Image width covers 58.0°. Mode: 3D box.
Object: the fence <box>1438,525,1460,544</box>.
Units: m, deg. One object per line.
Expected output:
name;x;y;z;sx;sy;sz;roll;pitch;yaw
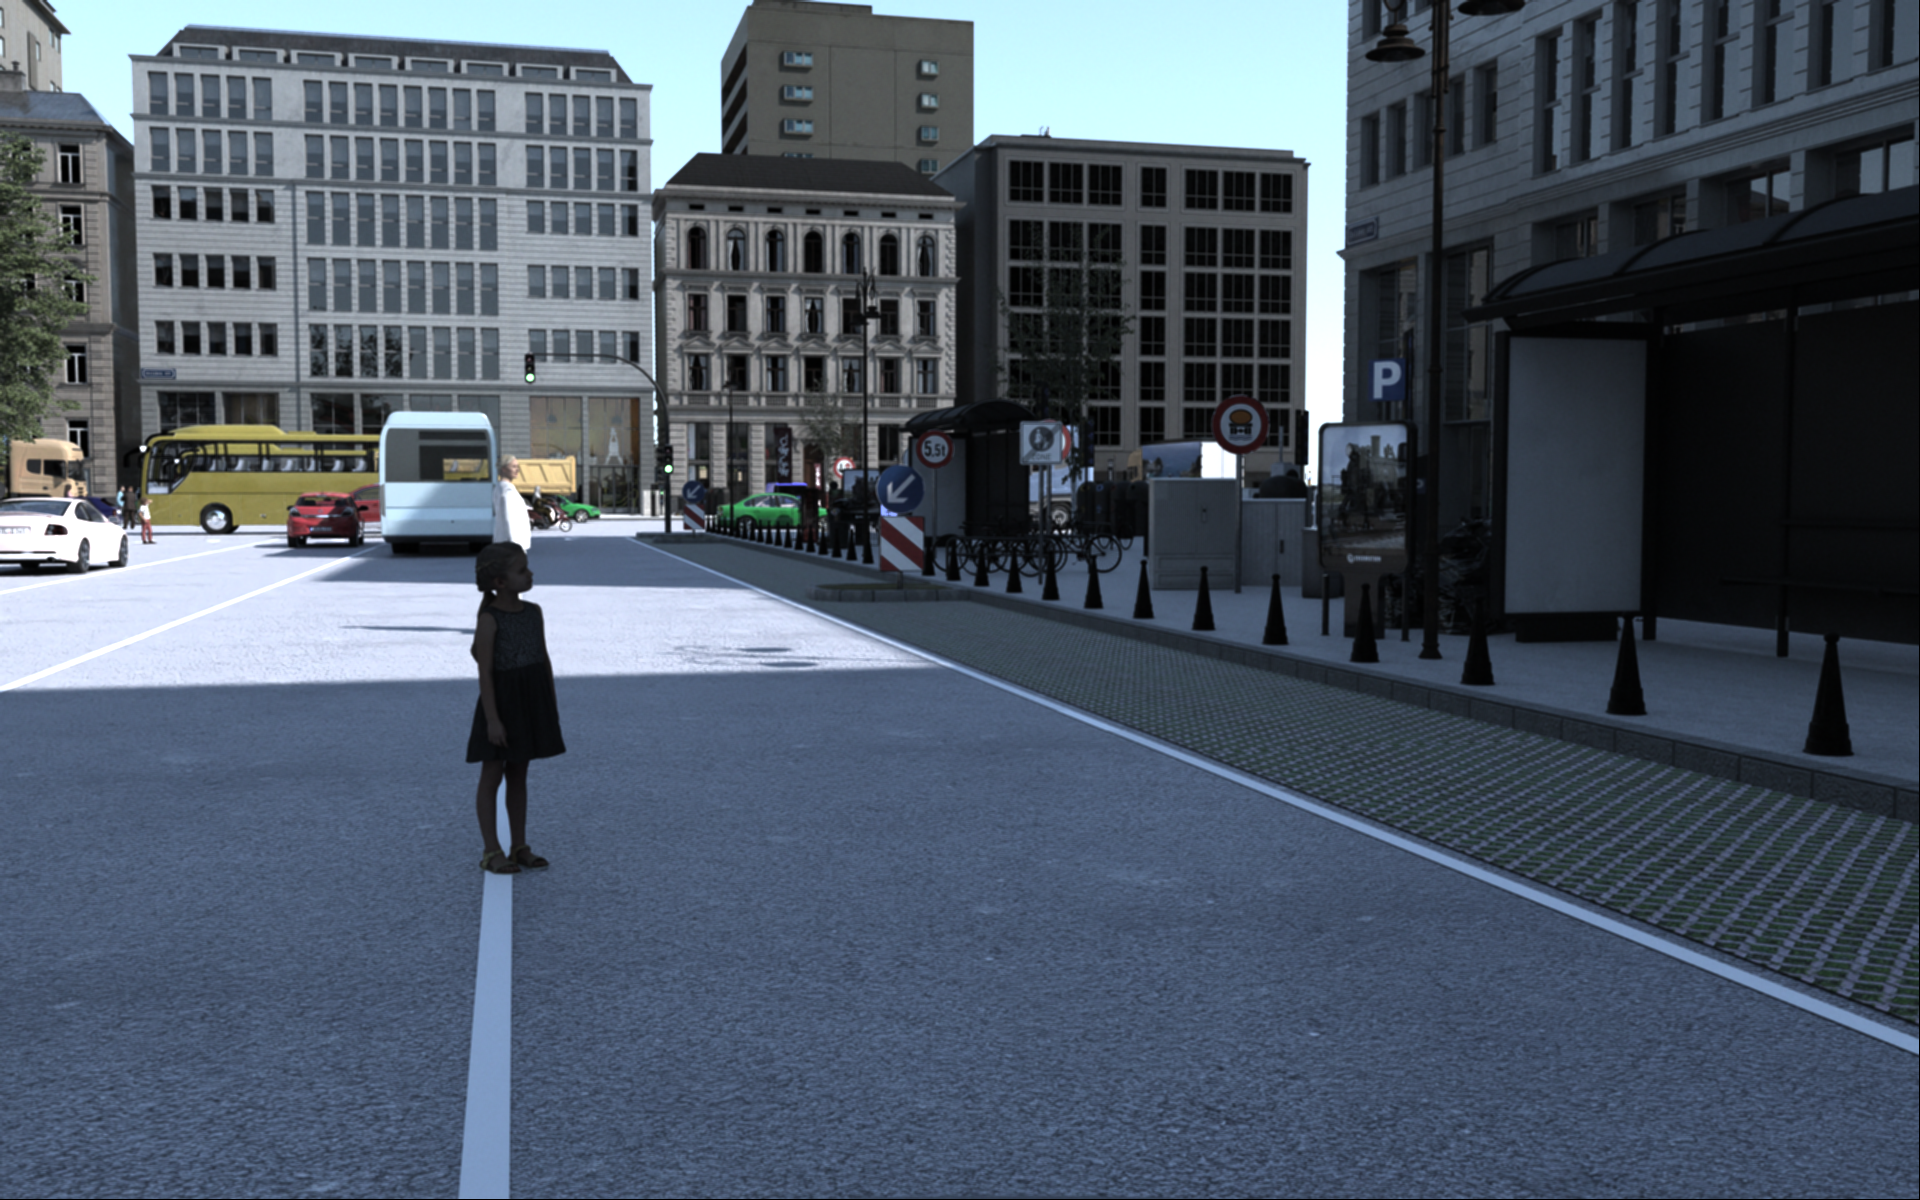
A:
fence;9.943;-1.058;32.670;2.069;0.683;0.278;2;4;25

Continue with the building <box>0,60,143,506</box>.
building;-62.395;-18.684;102.744;25.104;27.353;12.463;-1;4;-14

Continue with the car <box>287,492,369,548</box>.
car;-17.524;-2.379;47.932;2.155;1.783;4.494;-1;4;-16

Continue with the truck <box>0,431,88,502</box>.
truck;-43.650;-5.292;75.431;11.283;4.237;2.839;-1;4;-13

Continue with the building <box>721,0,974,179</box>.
building;-11.333;-33.365;169.225;21.300;48.544;21.600;-1;4;-14

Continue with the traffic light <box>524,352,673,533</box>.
traffic light;-11.644;-4.989;56.246;4.771;5.953;1.251;-1;4;-14

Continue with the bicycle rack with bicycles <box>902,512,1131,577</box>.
bicycle rack with bicycles;0.851;-0.874;27.677;2.925;0.926;2.852;2;4;23

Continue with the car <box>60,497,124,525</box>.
car;-33.096;-3.141;63.933;3.894;1.354;1.945;-1;4;-16

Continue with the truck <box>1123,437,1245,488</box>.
truck;11.459;-6.220;90.605;2.839;4.237;11.283;-1;4;-15

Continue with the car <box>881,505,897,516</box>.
car;-3.590;-4.275;79.489;3.694;1.707;1.945;-1;4;-13

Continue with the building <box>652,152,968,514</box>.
building;-10.498;-17.502;115.032;19.941;23.489;11.050;-1;4;-14

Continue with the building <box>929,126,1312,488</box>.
building;11.120;-20.102;122.178;24.014;27.812;14.314;-1;4;-14

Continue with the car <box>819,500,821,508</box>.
car;-9.213;-4.441;84.977;4.827;1.381;2.083;-1;4;-15

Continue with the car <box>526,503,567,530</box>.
car;-18.334;-3.526;70.010;4.827;1.381;2.083;-1;4;-12

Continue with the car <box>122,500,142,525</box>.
car;-36.717;-4.239;81.105;4.920;1.459;2.131;-1;4;-13

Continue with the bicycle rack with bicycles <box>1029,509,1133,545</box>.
bicycle rack with bicycles;2.433;-1.662;40.555;2.852;0.926;2.925;-1;4;-19

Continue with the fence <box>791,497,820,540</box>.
fence;-4.365;-2.313;49.021;0.480;1.192;2.264;0;4;5

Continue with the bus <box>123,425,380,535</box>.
bus;-23.303;-4.352;62.696;12.252;3.916;2.896;-1;4;-16

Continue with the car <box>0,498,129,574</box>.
car;-16.941;-1.218;32.284;2.083;1.381;4.827;-1;4;-13

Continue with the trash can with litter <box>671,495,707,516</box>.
trash can with litter;-15.959;-5.528;101.445;2.233;1.210;1.678;1;4;16

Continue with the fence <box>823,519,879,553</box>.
fence;-2.049;-1.355;37.534;2.069;0.683;0.278;2;4;28

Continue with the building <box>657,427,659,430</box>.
building;-40.314;-30.719;273.962;14.107;30.474;14.160;-1;4;-14

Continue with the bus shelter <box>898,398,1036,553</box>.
bus shelter;0.146;-2.781;39.398;2.014;3.302;5.546;-1;4;-14

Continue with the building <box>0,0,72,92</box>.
building;-103.457;-35.330;166.880;27.495;52.752;28.713;-1;4;-14

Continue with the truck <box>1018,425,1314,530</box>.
truck;10.184;-4.753;67.466;18.799;4.110;2.967;-1;4;-16

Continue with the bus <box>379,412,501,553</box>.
bus;-13.417;-3.082;45.251;2.948;3.499;13.247;-1;4;-15

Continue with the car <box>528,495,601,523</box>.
car;-20.318;-4.740;86.303;4.718;1.807;1.959;-1;4;-16

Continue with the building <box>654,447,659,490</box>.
building;-62.577;-41.959;275.260;27.495;52.752;28.713;-1;4;-14

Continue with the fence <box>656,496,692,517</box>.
fence;-16.127;-5.330;98.356;2.264;1.192;0.480;-1;4;-16

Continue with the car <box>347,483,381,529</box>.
car;-19.430;-3.000;57.722;5.304;1.827;2.281;-1;4;-15

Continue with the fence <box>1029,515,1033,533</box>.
fence;1.107;-2.270;52.494;2.069;0.683;0.278;1;4;21

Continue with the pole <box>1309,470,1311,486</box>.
pole;29.901;-9.435;148.109;0.158;3.312;0.155;0;3;0

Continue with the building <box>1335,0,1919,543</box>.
building;19.386;-15.692;34.056;11.434;29.767;29.804;-1;4;-14

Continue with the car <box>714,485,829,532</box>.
car;-6.230;-3.165;60.542;4.718;1.807;1.959;-1;4;-14

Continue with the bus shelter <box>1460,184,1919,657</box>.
bus shelter;5.970;-1.141;12.581;2.014;3.302;5.546;-1;4;-14

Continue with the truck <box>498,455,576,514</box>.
truck;-22.176;-4.966;77.119;9.791;3.379;3.469;-1;4;-16

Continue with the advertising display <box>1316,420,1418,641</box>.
advertising display;3.601;-0.622;15.376;0.123;1.923;0.974;-3;5;-42

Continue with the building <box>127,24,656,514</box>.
building;-34.682;-20.277;109.027;29.804;29.767;11.434;-1;4;-14

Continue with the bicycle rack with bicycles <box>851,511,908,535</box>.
bicycle rack with bicycles;-2.281;-2.485;54.012;2.925;0.926;2.852;-3;5;-45

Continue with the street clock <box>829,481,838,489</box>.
street clock;-7.163;-5.737;98.372;0.471;2.002;0.358;-1;4;-10

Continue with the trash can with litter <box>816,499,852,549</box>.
trash can with litter;-3.009;-1.788;40.621;0.624;1.170;1.055;-3;5;-40

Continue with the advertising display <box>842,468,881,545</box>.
advertising display;-2.470;-2.345;43.561;0.974;1.923;0.123;0;3;0
